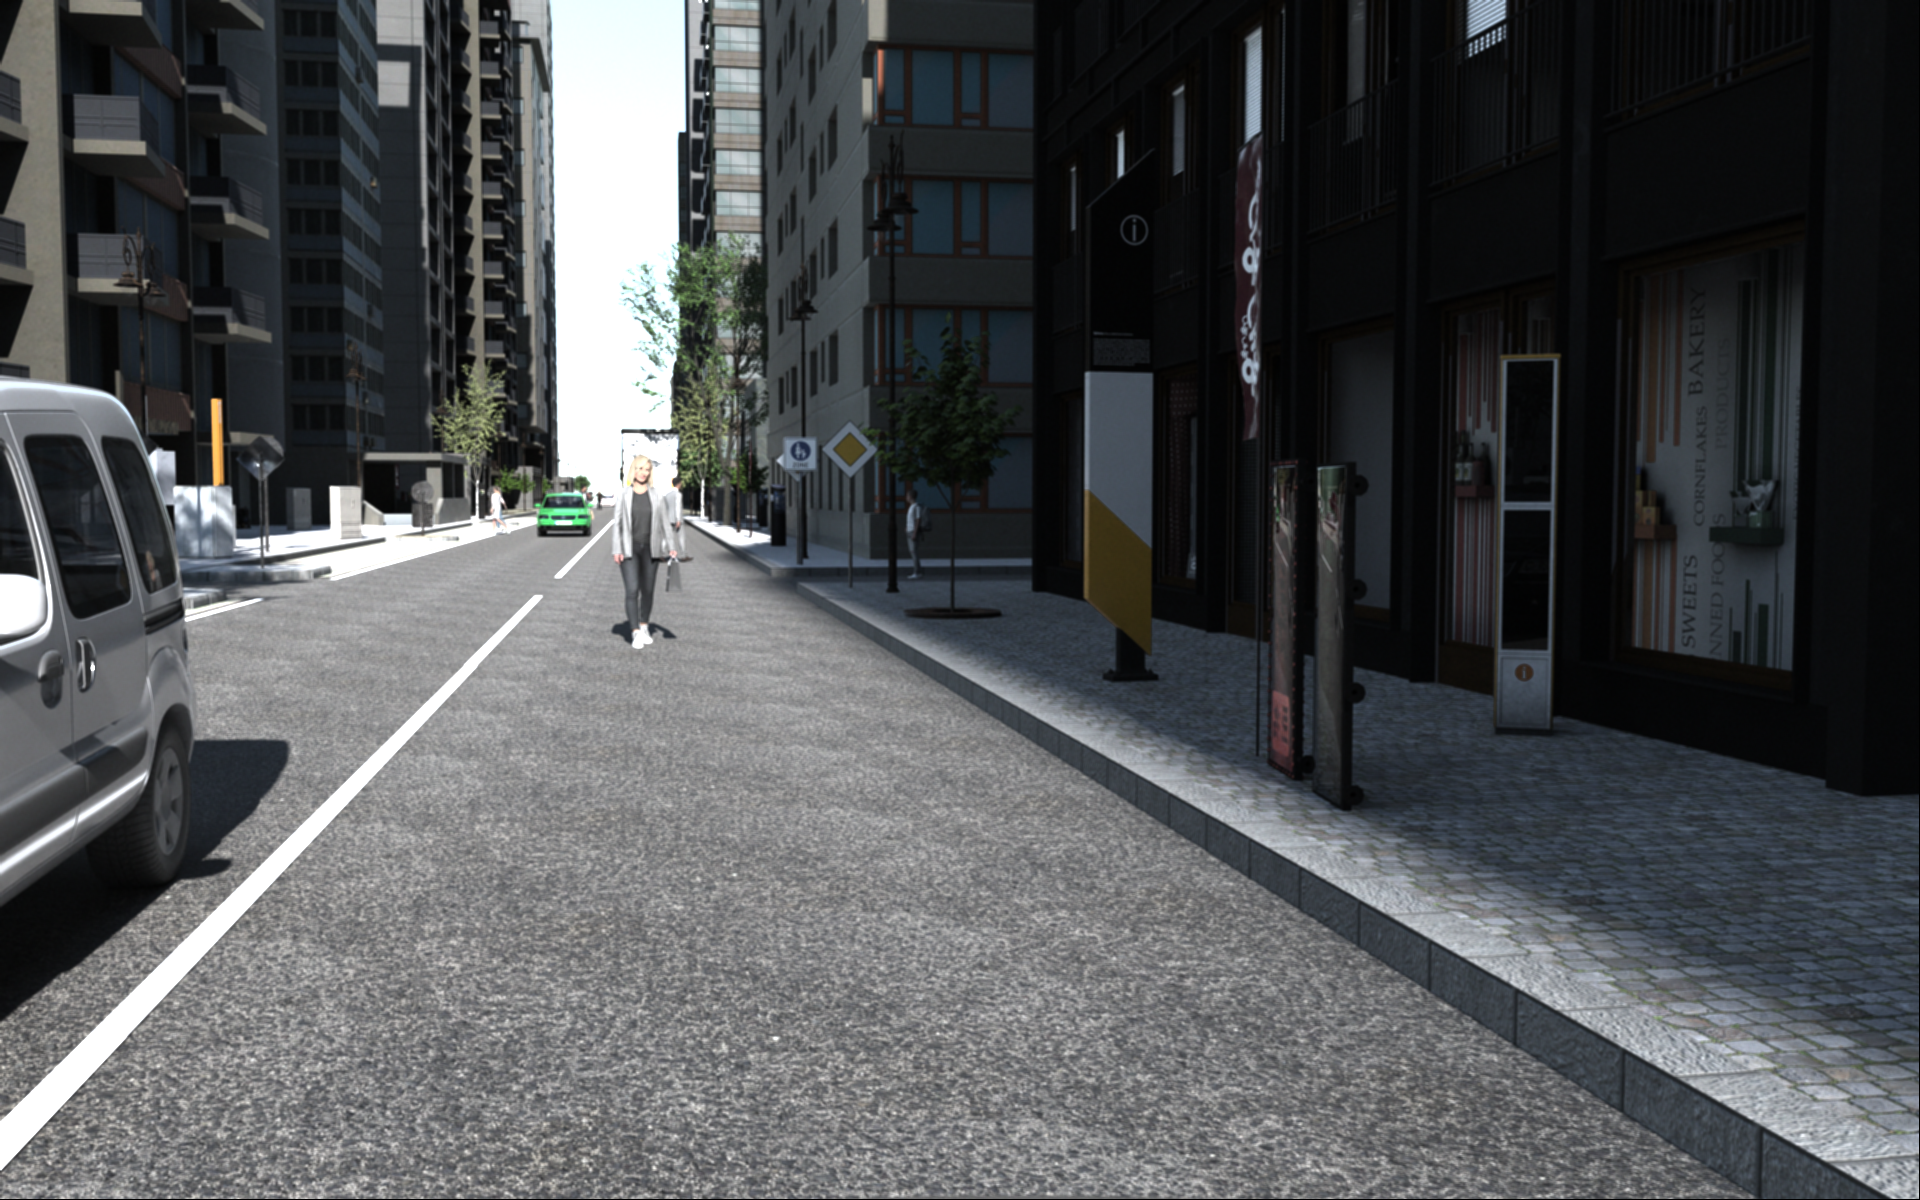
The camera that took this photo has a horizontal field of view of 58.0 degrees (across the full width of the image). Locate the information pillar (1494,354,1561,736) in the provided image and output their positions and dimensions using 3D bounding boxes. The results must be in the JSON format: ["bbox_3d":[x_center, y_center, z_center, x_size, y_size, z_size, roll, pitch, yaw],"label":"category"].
[{"bbox_3d":[3.035,-0.293,9.277,0.304,2.012,0.304,1,4,18],"label":"information pillar"}]

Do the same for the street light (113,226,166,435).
[{"bbox_3d":[-14.216,-3.509,30.153,0.468,5.910,1.993,-1,4,-10],"label":"street light"}]

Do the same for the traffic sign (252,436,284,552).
[{"bbox_3d":[-15.332,-2.334,38.262,0.768,2.556,0.104,0,4,-6],"label":"traffic sign"}]

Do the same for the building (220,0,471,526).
[{"bbox_3d":[-38.591,-23.378,74.107,32.217,40.220,23.993,-1,4,-10],"label":"building"}]

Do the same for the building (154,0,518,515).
[{"bbox_3d":[-46.715,-29.406,135.411,22.147,44.769,28.867,-1,4,-10],"label":"building"}]

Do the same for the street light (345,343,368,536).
[{"bbox_3d":[-18.405,-4.904,52.973,0.468,5.910,1.993,-1,4,-10],"label":"street light"}]

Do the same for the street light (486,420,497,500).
[{"bbox_3d":[-26.931,-7.712,98.878,0.468,5.910,1.993,-1,4,-10],"label":"street light"}]

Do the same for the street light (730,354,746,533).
[{"bbox_3d":[-7.334,-5.162,57.192,0.468,5.910,1.993,-1,4,-10],"label":"street light"}]

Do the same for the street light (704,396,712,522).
[{"bbox_3d":[-11.612,-6.576,80.310,0.468,5.910,1.993,-1,4,-10],"label":"street light"}]

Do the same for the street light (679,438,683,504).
[{"bbox_3d":[-21.558,-9.877,134.282,0.468,5.910,1.993,-1,4,-10],"label":"street light"}]

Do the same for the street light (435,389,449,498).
[{"bbox_3d":[-22.702,-6.317,76.065,0.468,5.910,1.993,-1,4,-10],"label":"street light"}]

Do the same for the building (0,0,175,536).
[{"bbox_3d":[-29.758,-23.610,40.650,22.147,44.769,28.867,-1,4,-10],"label":"building"}]

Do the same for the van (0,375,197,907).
[{"bbox_3d":[-3.460,0.130,4.888,2.013,2.044,4.112,-1,4,-11],"label":"van"}]

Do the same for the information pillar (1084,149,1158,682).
[{"bbox_3d":[1.097,-1.251,11.814,0.504,3.616,0.183,-1,4,-18],"label":"information pillar"}]

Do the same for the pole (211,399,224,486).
[{"bbox_3d":[-15.913,-2.650,37.167,0.158,3.312,0.155,0,3,0],"label":"pole"}]

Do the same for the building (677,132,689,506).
[{"bbox_3d":[-25.279,-31.555,199.522,14.154,41.232,14.086,-1,4,-10],"label":"building"}]

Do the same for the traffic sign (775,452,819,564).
[{"bbox_3d":[-2.956,-1.705,31.518,0.795,2.450,0.064,-1,4,-10],"label":"traffic sign"}]

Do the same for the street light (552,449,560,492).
[{"bbox_3d":[-40.958,-12.365,174.952,0.468,5.910,1.993,-1,4,-10],"label":"street light"}]

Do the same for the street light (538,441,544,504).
[{"bbox_3d":[-36.671,-10.953,151.865,0.468,5.910,1.993,-1,4,-10],"label":"street light"}]

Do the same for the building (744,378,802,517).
[{"bbox_3d":[0.540,-47.605,91.005,22.319,86.520,31.000,-1,4,-10],"label":"building"}]

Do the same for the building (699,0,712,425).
[{"bbox_3d":[-9.162,-31.722,138.261,23.786,49.044,30.456,-1,4,-10],"label":"building"}]

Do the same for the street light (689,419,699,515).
[{"bbox_3d":[-15.908,-8.035,104.162,0.468,5.910,1.993,-1,4,-10],"label":"street light"}]

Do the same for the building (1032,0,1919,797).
[{"bbox_3d":[8.433,-11.365,15.501,12.332,23.373,15.834,-1,4,-10],"label":"building"}]

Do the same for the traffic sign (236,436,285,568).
[{"bbox_3d":[-12.050,-1.604,29.863,0.795,2.450,0.064,-1,4,-10],"label":"traffic sign"}]

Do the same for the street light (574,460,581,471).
[{"bbox_3d":[-51.757,-15.940,233.398,0.468,5.910,1.993,-1,4,-10],"label":"street light"}]

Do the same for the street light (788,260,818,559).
[{"bbox_3d":[-3.106,-3.767,34.379,0.468,5.910,1.993,-1,4,-10],"label":"street light"}]

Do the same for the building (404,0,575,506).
[{"bbox_3d":[-65.465,-49.300,244.311,20.563,71.187,20.611,-1,4,-10],"label":"building"}]

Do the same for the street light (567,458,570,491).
[{"bbox_3d":[-47.588,-14.544,210.574,0.468,5.910,1.993,-1,4,-10],"label":"street light"}]

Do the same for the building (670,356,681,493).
[{"bbox_3d":[-22.505,-23.083,222.449,27.650,21.520,28.899,-1,4,-10],"label":"building"}]

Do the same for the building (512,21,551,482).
[{"bbox_3d":[-61.336,-37.139,196.464,28.713,52.752,27.495,-1,4,-10],"label":"building"}]

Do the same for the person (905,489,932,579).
[{"bbox_3d":[-0.760,-1.119,29.390,0.503,1.515,0.523,3,5,43],"label":"person"}]

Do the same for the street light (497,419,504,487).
[{"bbox_3d":[-28.167,-8.143,105.927,0.468,5.910,1.993,-1,4,-10],"label":"street light"}]

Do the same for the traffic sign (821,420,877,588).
[{"bbox_3d":[-1.503,-1.225,23.666,0.795,2.450,0.064,-1,4,-10],"label":"traffic sign"}]

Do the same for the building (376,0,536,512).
[{"bbox_3d":[-49.621,-44.093,159.179,20.563,71.187,20.611,-1,4,-10],"label":"building"}]

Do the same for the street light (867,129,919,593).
[{"bbox_3d":[-0.879,-3.038,22.456,0.468,5.910,1.993,-1,4,-10],"label":"street light"}]

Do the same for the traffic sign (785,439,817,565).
[{"bbox_3d":[-2.881,-1.788,31.369,0.606,2.300,0.079,0,4,-3],"label":"traffic sign"}]

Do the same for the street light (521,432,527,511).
[{"bbox_3d":[-32.471,-9.557,129.047,0.468,5.910,1.993,-1,4,-10],"label":"street light"}]

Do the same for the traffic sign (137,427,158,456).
[{"bbox_3d":[-10.598,-1.123,22.011,0.795,2.450,0.064,-1,4,-10],"label":"traffic sign"}]

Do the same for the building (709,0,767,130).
[{"bbox_3d":[-9.601,-26.409,115.376,14.154,41.232,14.086,-1,4,-10],"label":"building"}]

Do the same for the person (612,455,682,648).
[{"bbox_3d":[-2.945,-0.471,16.390,0.709,1.800,0.728,-1,4,-17],"label":"person"}]

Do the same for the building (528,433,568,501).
[{"bbox_3d":[-67.125,-32.436,222.208,32.217,40.220,23.993,-1,4,-10],"label":"building"}]

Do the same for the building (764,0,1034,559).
[{"bbox_3d":[9.936,-12.504,49.483,28.899,21.520,27.650,-1,4,-10],"label":"building"}]

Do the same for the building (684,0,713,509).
[{"bbox_3d":[-15.718,-38.198,166.538,21.231,58.520,28.212,-1,4,-10],"label":"building"}]
